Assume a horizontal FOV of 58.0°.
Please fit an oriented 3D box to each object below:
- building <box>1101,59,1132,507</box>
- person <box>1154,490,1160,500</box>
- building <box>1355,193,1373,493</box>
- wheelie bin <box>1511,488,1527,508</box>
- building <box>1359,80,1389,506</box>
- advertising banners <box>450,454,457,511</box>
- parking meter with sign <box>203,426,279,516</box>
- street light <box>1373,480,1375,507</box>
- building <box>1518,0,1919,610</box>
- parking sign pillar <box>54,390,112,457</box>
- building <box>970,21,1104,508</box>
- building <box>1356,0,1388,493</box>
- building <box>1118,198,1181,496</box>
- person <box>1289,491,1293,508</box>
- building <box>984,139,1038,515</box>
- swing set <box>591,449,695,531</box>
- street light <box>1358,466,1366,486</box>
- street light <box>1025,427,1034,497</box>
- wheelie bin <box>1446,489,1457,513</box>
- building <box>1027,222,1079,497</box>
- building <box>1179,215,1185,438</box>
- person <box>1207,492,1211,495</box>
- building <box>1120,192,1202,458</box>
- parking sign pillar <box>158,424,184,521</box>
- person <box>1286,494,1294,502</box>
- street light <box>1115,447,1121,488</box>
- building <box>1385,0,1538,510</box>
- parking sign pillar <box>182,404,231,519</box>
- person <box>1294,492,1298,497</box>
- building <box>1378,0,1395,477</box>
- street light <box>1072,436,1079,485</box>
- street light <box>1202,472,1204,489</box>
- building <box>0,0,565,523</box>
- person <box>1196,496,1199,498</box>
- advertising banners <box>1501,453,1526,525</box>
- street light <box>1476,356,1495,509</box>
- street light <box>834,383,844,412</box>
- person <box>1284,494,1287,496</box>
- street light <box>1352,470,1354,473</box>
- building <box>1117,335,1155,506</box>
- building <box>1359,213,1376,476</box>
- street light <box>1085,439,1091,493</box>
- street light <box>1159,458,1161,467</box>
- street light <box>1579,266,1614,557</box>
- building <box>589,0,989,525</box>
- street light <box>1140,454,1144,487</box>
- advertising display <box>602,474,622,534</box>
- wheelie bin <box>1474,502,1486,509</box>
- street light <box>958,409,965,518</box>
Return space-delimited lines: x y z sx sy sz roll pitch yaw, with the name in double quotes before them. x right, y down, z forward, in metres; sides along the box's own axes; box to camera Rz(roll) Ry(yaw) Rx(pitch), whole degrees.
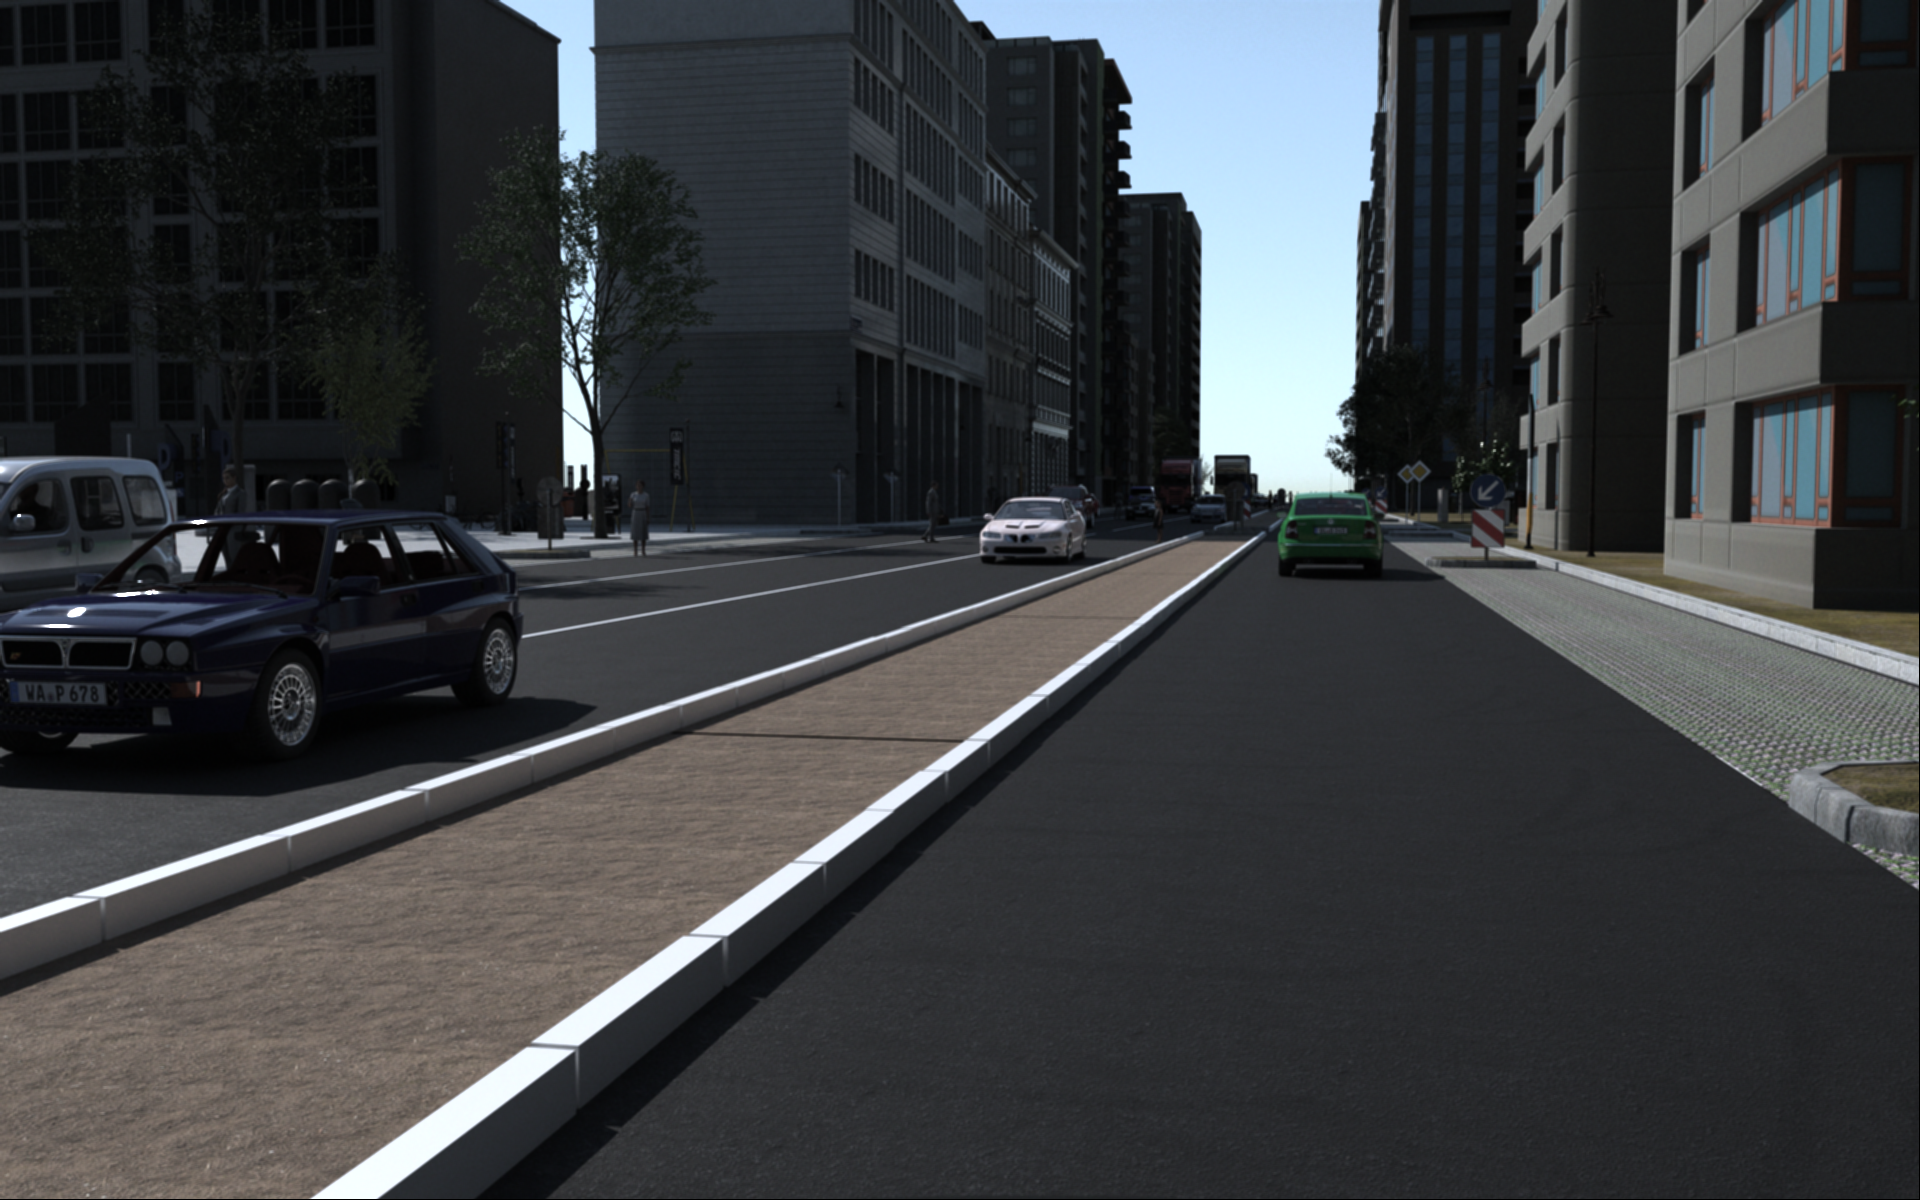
"building" 5.365 -31.776 174.168 22.147 44.769 28.867 1 4 12
"person" 16.501 -8.515 147.689 1.348 1.831 0.705 -1 4 -23
"building" 72.498 -39.429 268.372 21.300 48.544 21.600 1 4 12
"wheelie bin" 27.093 -4.631 83.617 0.980 1.594 0.693 2 4 30
"building" 57.924 -35.269 196.264 23.786 49.044 30.456 1 4 12
"advertising banners" -21.865 -4.808 74.794 0.090 3.025 2.074 -1 4 -22
"parking meter with sign" -18.586 -2.969 44.806 1.738 3.016 0.543 -2 4 -25
"street light" 40.216 -11.946 168.106 0.468 5.910 1.993 1 4 12
"building" 25.963 -11.314 30.016 27.650 21.520 28.899 1 4 12
"parking sign pillar" -22.585 -3.437 44.659 1.447 3.967 1.447 -2 4 -24
"building" 4.791 -28.680 152.510 14.154 41.232 14.086 1 4 12
"building" 64.380 -48.583 232.586 20.563 71.187 20.611 1 4 12
"building" 22.172 -33.687 234.382 14.154 41.232 14.086 1 4 12
"person" 33.818 -10.234 176.612 0.721 1.735 1.217 0 4 6
"building" -3.023 -19.297 112.772 12.463 27.353 25.104 1 4 12
"swing set" -11.019 -3.873 60.950 3.119 2.851 2.862 0 4 8
"street light" 49.616 -14.735 213.700 0.468 5.910 1.993 1 4 12
"street light" 4.623 -8.780 116.344 0.468 5.910 1.993 1 4 12
"wheelie bin" 32.788 -6.597 115.773 0.693 1.594 0.980 -3 5 -42
"building" 2.449 -18.706 134.718 11.050 23.489 19.941 1 4 12
"building" 21.567 -36.817 256.585 22.147 44.769 28.867 1 4 12
"person" 32.390 -13.247 225.621 0.617 1.759 0.750 1 4 15
"building" 27.714 -40.250 281.784 21.300 48.544 21.600 1 4 12
"parking sign pillar" -30.047 -4.743 66.014 1.447 3.967 1.447 3 5 42
"person" 50.409 -15.652 264.404 1.348 1.824 0.705 2 4 33
"street light" 15.436 -11.992 168.853 0.468 5.910 1.993 1 4 12
"building" 43.925 -30.447 147.915 14.600 45.320 14.200 1 4 12
"parking sign pillar" -22.573 -3.930 52.729 1.447 3.967 1.447 0 4 -7
"person" 57.312 -17.463 294.048 1.348 1.821 0.705 -2 4 -26
"building" 55.132 -35.315 166.635 28.713 52.752 27.495 1 4 12
"street light" 9.272 -10.172 139.100 0.468 5.910 1.993 1 4 12
"street light" 41.552 -19.786 296.290 0.468 5.910 1.993 1 4 12
"building" -33.187 -17.696 82.840 24.014 27.812 14.314 1 4 12
"person" 31.782 -13.641 232.063 0.617 1.759 0.750 0 4 2
"advertising banners" 23.567 -4.682 72.743 2.074 3.025 0.090 0 4 4
"street light" 17.536 -5.206 57.907 0.468 5.910 1.993 1 4 12
"street light" -4.769 -6.021 71.233 0.468 5.910 1.993 1 4 12
"person" 51.874 -16.199 276.540 0.799 1.438 0.628 -1 4 -20
"street light" 57.025 -16.976 250.336 0.468 5.910 1.993 1 4 12
"building" 7.717 -21.944 203.826 27.650 21.520 28.899 1 4 12
"building" 65.357 -34.757 251.878 14.154 41.232 14.086 1 4 12
"street light" 10.824 -10.606 146.191 0.468 5.910 1.993 1 4 12
"street light" 24.715 -14.758 214.078 0.468 5.910 1.993 1 4 12
"street light" 12.936 -3.825 35.332 0.468 5.910 1.993 1 4 12
"building" -6.787 -18.838 85.495 11.434 29.767 29.804 1 4 12
"street light" 20.094 -13.372 191.416 0.468 5.910 1.993 1 4 12
"advertising display" -11.277 -3.087 55.689 0.974 1.923 0.123 2 4 32
"wheelie bin" 27.127 -5.023 90.041 0.693 1.594 0.980 -1 4 -22
"street light" -0.023 -7.400 93.778 0.468 5.910 1.993 1 4 12
